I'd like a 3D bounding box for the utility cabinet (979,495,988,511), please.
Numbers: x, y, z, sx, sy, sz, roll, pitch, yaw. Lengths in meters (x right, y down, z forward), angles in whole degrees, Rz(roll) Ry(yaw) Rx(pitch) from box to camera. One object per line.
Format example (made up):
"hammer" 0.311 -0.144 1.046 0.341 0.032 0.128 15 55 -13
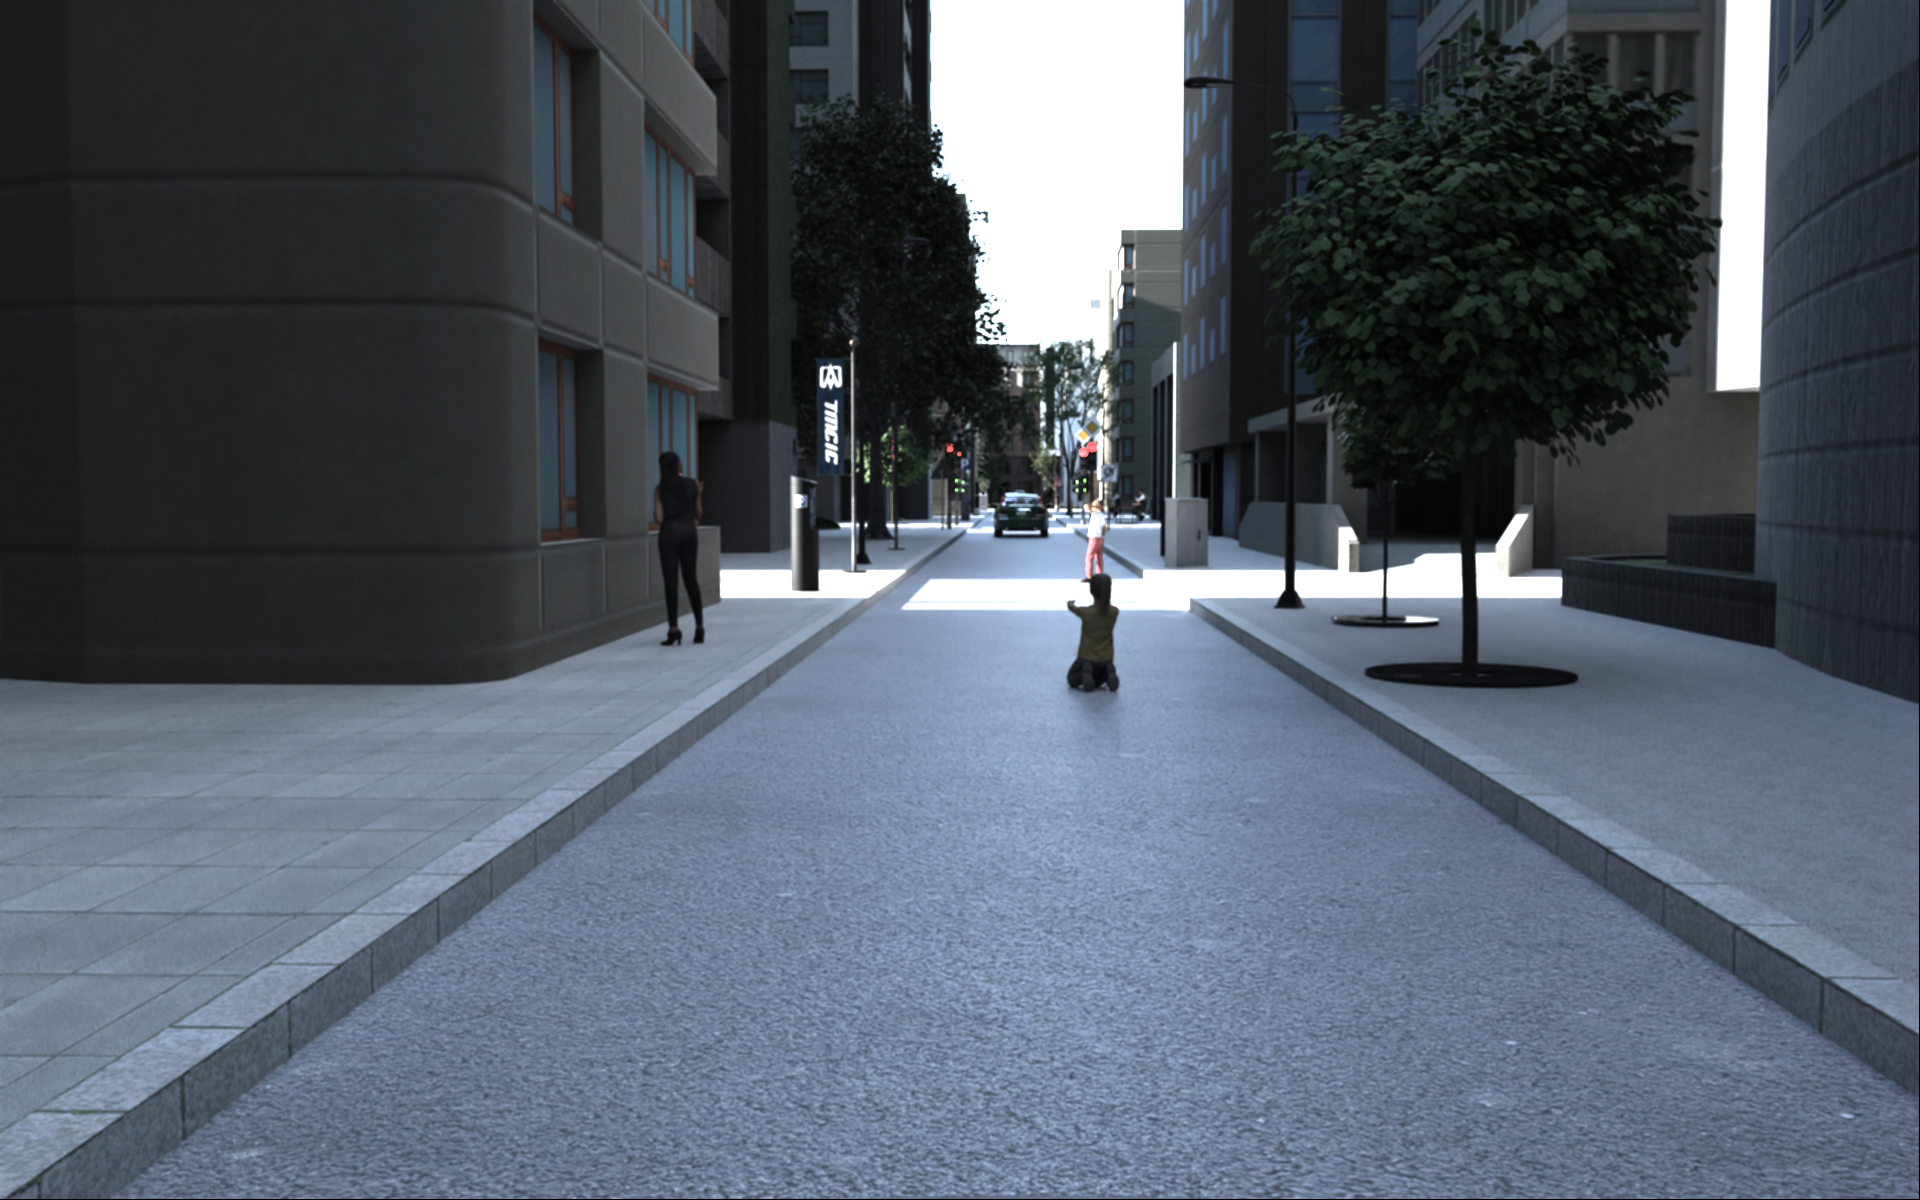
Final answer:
"utility cabinet" 1.643 -7.495 133.697 1.020 1.237 0.306 0 4 -7

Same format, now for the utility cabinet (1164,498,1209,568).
"utility cabinet" 4.014 -1.190 30.624 0.306 1.237 1.020 3 5 39

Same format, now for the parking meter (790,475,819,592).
"parking meter" -2.050 -0.885 22.881 0.372 1.533 0.369 0 3 0

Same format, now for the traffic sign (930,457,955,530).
"traffic sign" -0.619 -3.743 61.194 0.884 2.594 0.081 1 4 9

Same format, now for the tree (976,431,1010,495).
"tree" 2.888 -13.636 173.313 4.360 8.622 3.978 0 3 0

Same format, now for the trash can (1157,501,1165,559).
"trash can" 4.254 -1.371 34.068 0.748 1.137 0.748 0 3 0

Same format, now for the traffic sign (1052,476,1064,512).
"traffic sign" 7.173 -7.779 127.187 0.884 2.594 0.081 0 4 5

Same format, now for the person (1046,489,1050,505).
"person" 8.769 -10.233 173.876 0.721 1.766 1.217 -1 4 -9

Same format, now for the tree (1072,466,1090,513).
"tree" 8.179 -7.574 118.428 1.663 3.219 1.824 0 3 0

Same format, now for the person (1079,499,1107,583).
"person" 2.161 -0.959 28.094 0.340 1.345 0.435 2 4 24

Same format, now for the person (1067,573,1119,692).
"person" 0.976 0.222 12.798 0.347 0.859 0.695 -1 4 -10

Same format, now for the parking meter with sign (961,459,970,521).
"parking meter with sign" 0.238 -5.373 84.116 0.543 3.016 1.738 0 4 -1

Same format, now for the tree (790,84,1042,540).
"tree" -2.480 -8.061 48.810 9.611 12.733 9.660 0 3 0

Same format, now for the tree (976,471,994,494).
"tree" 1.305 -8.822 138.834 1.663 3.219 1.824 0 3 0

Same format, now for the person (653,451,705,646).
"person" -2.405 -0.444 14.780 0.415 1.643 0.593 1 4 14

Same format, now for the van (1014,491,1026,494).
"van" 7.341 -12.521 211.726 2.013 2.044 4.112 0 4 3

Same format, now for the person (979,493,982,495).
"person" 1.579 -8.243 141.491 0.621 1.740 0.551 0 4 -8

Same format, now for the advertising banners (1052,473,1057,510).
"advertising banners" 7.785 -8.929 142.174 0.090 3.025 2.074 1 4 13

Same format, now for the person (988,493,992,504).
"person" 3.683 -12.702 214.644 0.541 1.710 0.530 -1 4 -13

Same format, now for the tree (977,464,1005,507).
"tree" 3.585 -12.979 195.923 4.285 4.588 4.351 0 3 0

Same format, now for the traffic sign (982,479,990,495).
"traffic sign" 2.114 -8.712 142.549 0.768 2.556 0.104 0 4 7

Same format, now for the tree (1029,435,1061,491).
"tree" 10.009 -15.423 202.527 4.737 8.622 4.395 0 3 0

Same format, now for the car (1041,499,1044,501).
"car" 4.621 -6.458 117.388 2.131 1.459 4.920 0 4 1

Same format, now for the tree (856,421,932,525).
"tree" -2.912 -5.485 73.394 4.285 4.588 4.351 0 3 0

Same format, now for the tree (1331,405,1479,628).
"tree" 4.118 -1.366 16.929 1.663 3.219 1.824 0 3 0

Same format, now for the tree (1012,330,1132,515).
"tree" 6.978 -11.210 109.037 9.928 11.665 9.643 0 3 0

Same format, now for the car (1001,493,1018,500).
"car" 4.211 -7.908 138.893 1.945 1.707 3.694 0 4 1

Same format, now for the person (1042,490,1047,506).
"person" 8.838 -10.695 181.456 0.434 1.755 0.990 2 4 30

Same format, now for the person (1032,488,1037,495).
"person" 4.616 -5.966 106.167 0.434 1.807 0.598 -1 4 -14

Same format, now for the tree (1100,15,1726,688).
"tree" 3.652 -1.734 12.073 4.285 4.588 4.351 0 3 0

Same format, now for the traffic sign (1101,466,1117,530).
"traffic sign" 5.232 -3.597 60.939 0.606 2.300 0.079 0 4 7
